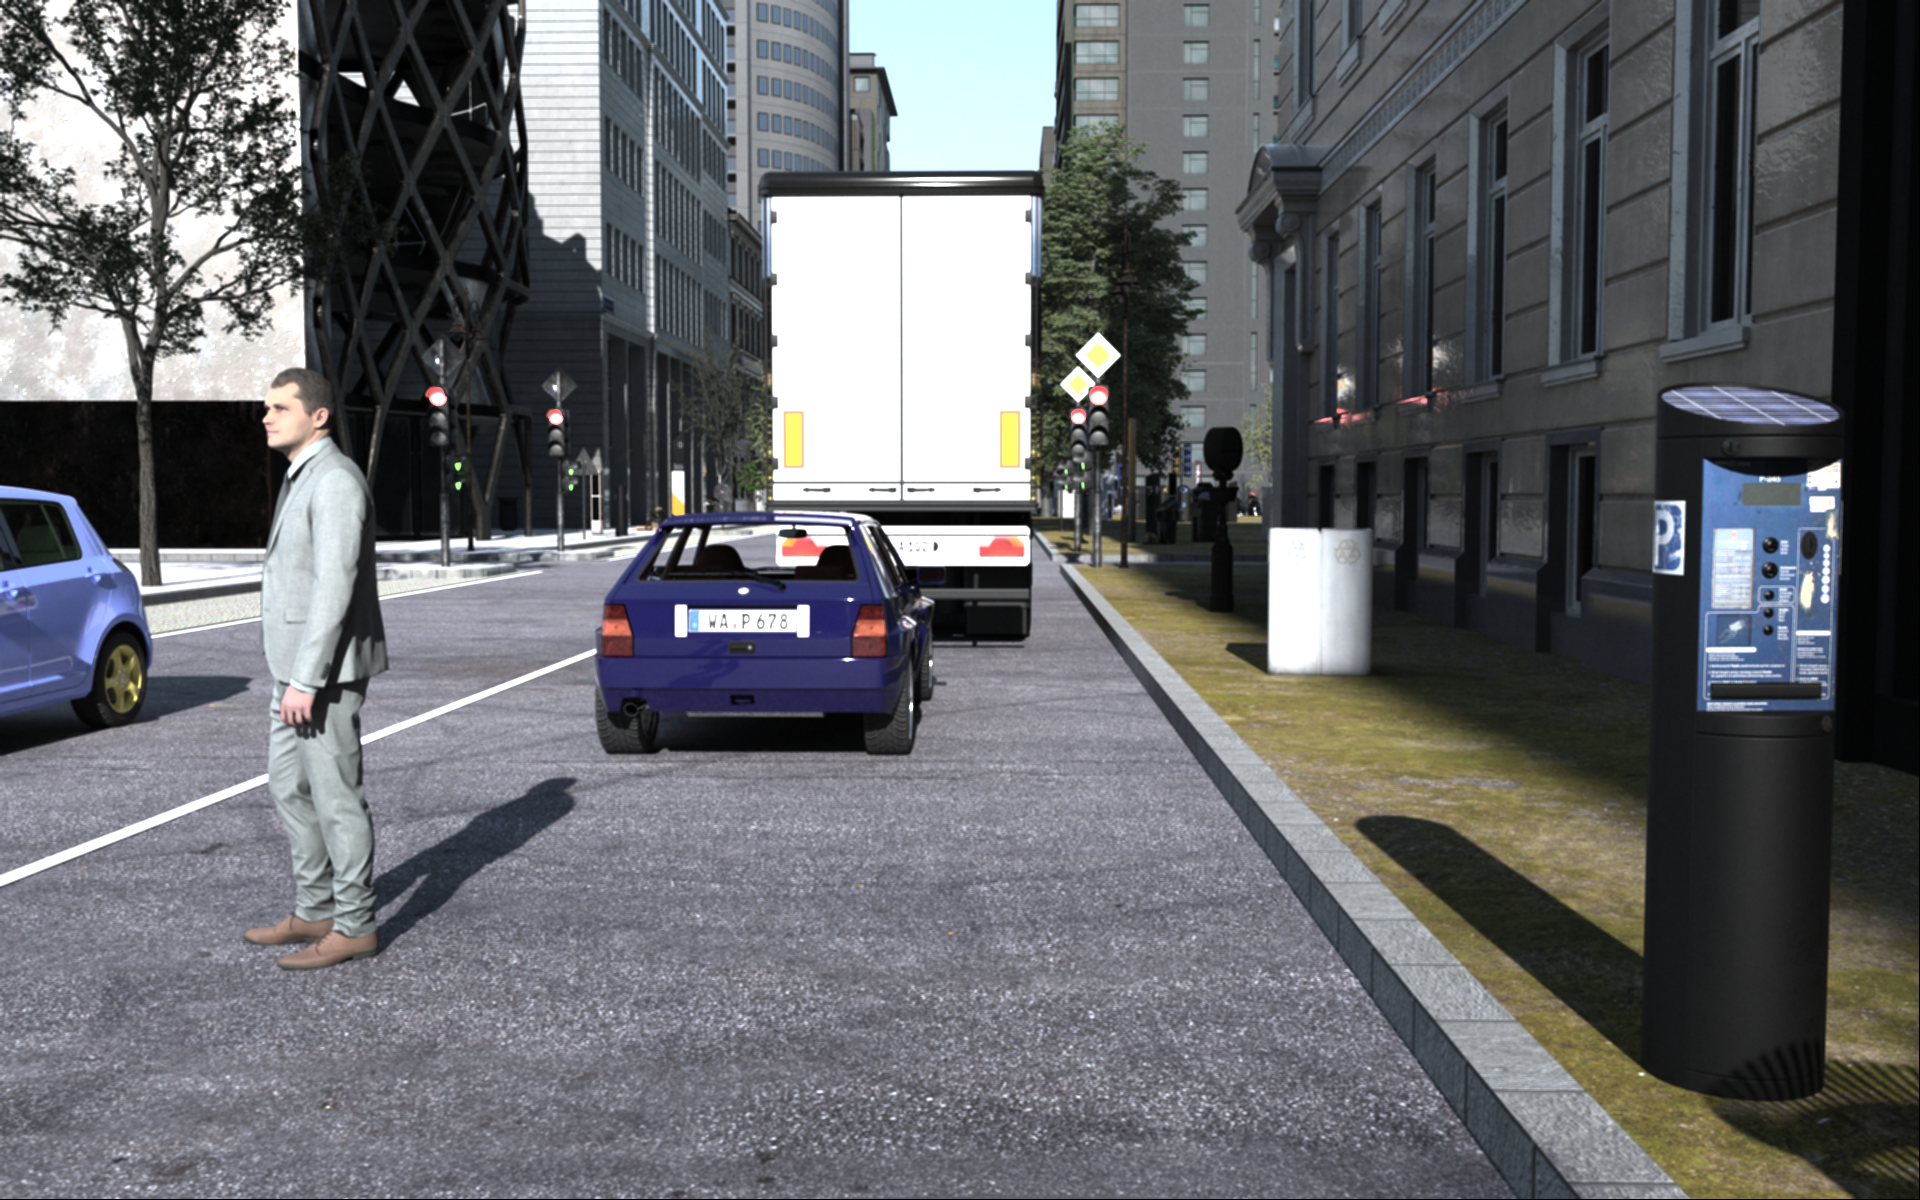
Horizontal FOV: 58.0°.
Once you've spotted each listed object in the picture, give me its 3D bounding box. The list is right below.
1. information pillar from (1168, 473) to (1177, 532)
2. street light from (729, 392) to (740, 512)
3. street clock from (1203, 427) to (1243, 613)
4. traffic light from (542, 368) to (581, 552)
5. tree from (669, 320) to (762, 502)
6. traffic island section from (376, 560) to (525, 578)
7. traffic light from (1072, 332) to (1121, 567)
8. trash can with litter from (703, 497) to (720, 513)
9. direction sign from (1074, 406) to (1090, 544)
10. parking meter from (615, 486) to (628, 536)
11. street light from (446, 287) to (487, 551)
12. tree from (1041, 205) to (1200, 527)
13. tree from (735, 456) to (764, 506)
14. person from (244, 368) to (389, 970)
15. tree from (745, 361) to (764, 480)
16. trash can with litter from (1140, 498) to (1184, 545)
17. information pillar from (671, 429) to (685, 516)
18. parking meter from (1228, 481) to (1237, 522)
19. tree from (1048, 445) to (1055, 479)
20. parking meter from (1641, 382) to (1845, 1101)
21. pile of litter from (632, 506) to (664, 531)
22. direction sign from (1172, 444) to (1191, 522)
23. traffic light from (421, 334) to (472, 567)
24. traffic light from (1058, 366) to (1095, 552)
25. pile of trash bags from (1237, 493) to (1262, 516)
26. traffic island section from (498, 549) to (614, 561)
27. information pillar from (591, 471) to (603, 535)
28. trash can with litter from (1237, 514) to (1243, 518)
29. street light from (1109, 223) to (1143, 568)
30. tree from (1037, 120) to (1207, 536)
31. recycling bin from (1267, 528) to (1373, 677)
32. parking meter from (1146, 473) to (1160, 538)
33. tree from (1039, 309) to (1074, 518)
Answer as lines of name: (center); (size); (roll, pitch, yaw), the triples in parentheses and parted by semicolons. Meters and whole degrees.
information pillar: (7.282, -3.356, 59.355); (0.304, 2.012, 0.304); (0, 4, 6)
street light: (-9.997, -6.339, 76.435); (0.468, 5.910, 1.993); (0, 4, 1)
street clock: (2.853, -0.871, 18.810); (0.358, 2.002, 0.471); (3, 4, 39)
traffic light: (-8.878, -3.031, 38.484); (0.839, 4.253, 0.868); (0, 4, 1)
tree: (-10.074, -7.482, 72.695); (4.360, 8.622, 3.978); (0, 3, 0)
traffic island section: (-9.114, -0.511, 30.637); (2.009, 0.180, 2.903); (0, 4, 1)
traffic light: (2.384, -2.527, 30.236); (0.839, 4.253, 0.868); (0, 4, 1)
trash can with litter: (-10.087, -3.676, 71.486); (0.624, 1.170, 1.055); (1, 4, 22)
direction sign: (3.153, -3.231, 44.830); (0.379, 3.537, 0.876); (-1, 4, -23)
parking meter: (-10.387, -2.735, 53.129); (0.372, 1.533, 0.369); (0, 3, 0)
street light: (-11.003, -4.036, 38.781); (0.468, 5.910, 1.993); (0, 4, 1)
tree: (4.769, -9.166, 66.873); (9.611, 12.733, 9.660); (0, 3, 0)
tree: (-10.457, -5.643, 86.858); (1.663, 3.219, 1.824); (0, 3, 0)
person: (-1.965, 0.200, 5.325); (0.391, 1.810, 0.635); (-2, 4, -32)
tree: (-9.687, -8.647, 91.743); (4.737, 8.622, 4.395); (0, 3, 0)
trash can with litter: (5.132, -2.001, 44.097); (1.055, 1.170, 0.624); (-2, 4, -35)
information pillar: (-10.191, -4.362, 62.670); (0.504, 3.616, 0.183); (-3, 5, -40)
parking meter: (12.322, -4.442, 78.341); (0.399, 1.863, 0.255); (2, 4, 27)
tree: (5.677, -11.820, 143.617); (4.737, 8.622, 4.395); (0, 3, 0)
parking meter: (1.709, 0.282, 3.793); (0.372, 1.533, 0.369); (0, 3, 0)
pile of litter: (-10.813, -2.858, 60.689); (1.176, 0.858, 1.719); (-2, 4, -33)
direction sign: (10.003, -5.276, 78.253); (0.876, 3.537, 0.379); (1, 4, 23)
traffic light: (-9.075, -2.543, 30.502); (0.839, 4.253, 0.868); (0, 4, 1)
traffic light: (2.581, -3.015, 38.219); (0.839, 4.253, 0.868); (0, 4, 1)
pile of trash bags: (17.169, -5.710, 103.118); (1.912, 1.369, 3.447); (1, 4, 19)
traffic island section: (-8.917, -0.999, 38.620); (2.009, 0.180, 2.903); (0, 4, 1)
information pillar: (-11.360, -3.041, 54.210); (0.304, 2.012, 0.304); (0, 4, 6)
trash can with litter: (14.195, -5.044, 93.521); (2.233, 1.210, 1.678); (0, 4, 4)
street light: (2.845, -3.491, 29.860); (0.468, 5.910, 1.993); (0, 4, 1)
tree: (3.922, -8.256, 53.112); (7.486, 12.596, 7.792); (0, 3, 0)
recycling bin: (2.603, 0.001, 12.542); (0.722, 1.027, 0.722); (1, 4, 11)
parking meter: (5.304, -2.565, 47.651); (0.255, 1.863, 0.399); (3, 4, 37)
tree: (4.669, -11.458, 93.990); (9.857, 13.997, 8.962); (0, 3, 0)
